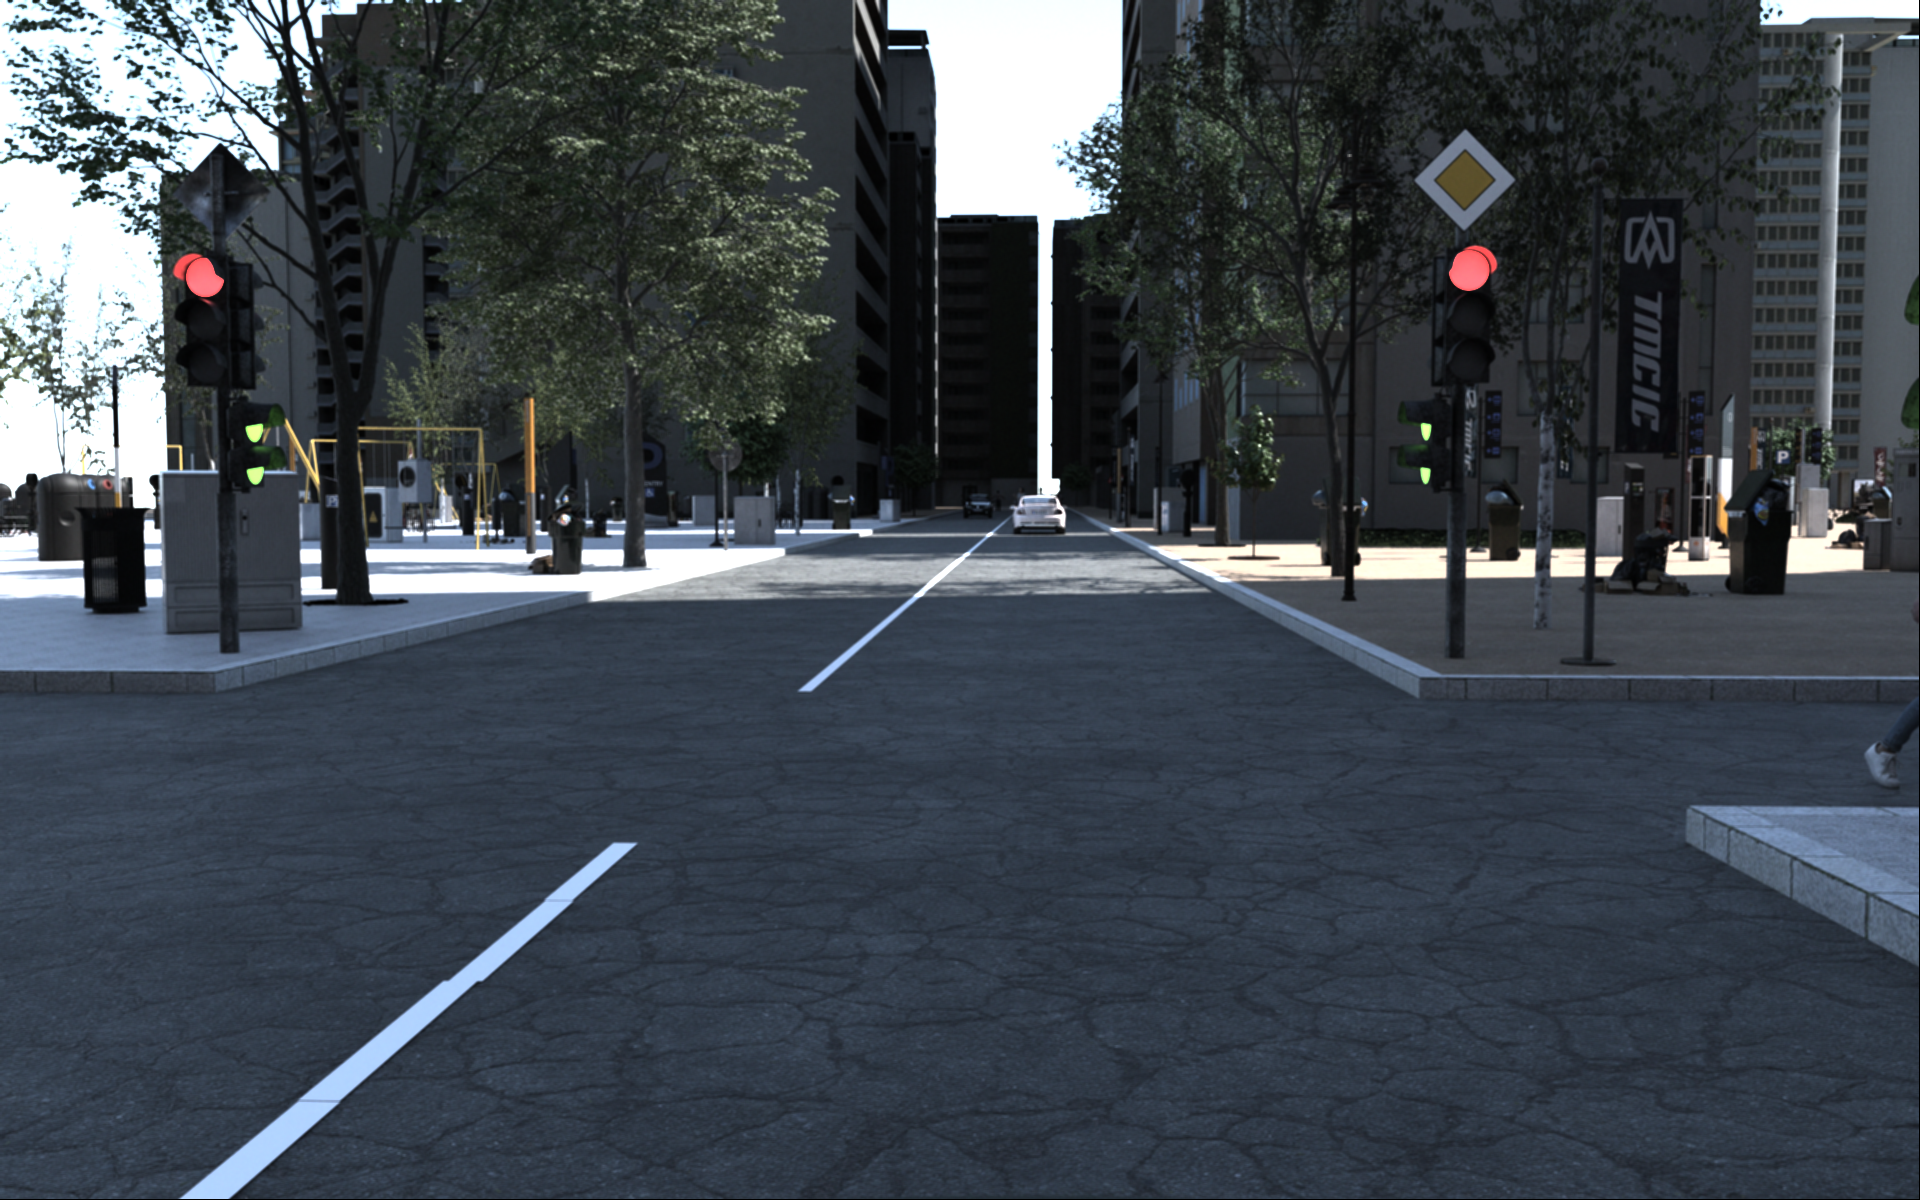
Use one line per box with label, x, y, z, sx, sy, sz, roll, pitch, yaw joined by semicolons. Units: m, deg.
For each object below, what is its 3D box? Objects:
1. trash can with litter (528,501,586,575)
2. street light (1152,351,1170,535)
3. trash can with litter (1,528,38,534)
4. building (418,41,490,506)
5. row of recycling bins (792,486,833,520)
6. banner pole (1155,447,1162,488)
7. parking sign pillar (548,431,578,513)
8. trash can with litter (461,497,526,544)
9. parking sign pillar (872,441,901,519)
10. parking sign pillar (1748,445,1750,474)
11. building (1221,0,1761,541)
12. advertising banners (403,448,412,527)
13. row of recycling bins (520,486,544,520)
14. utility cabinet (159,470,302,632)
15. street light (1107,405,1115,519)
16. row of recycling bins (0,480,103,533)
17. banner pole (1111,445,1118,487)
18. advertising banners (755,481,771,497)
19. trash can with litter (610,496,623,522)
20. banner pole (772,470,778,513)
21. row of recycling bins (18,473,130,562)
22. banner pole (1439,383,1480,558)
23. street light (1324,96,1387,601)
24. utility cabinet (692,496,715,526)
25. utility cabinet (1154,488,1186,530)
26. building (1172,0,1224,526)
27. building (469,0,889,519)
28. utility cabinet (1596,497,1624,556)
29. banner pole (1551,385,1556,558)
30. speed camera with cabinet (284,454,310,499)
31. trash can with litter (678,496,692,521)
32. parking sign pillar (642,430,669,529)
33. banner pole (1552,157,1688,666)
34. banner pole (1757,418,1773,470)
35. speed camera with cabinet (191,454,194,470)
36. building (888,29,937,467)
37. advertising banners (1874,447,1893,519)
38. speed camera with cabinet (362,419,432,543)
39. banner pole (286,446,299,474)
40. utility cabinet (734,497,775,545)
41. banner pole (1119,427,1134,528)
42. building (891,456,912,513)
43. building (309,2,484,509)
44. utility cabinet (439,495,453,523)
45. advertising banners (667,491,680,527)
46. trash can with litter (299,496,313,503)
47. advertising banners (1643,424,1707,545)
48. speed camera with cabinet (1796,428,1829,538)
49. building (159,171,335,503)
trash can with litter;-6.485;-0.996;27.669;1.055;1.170;0.624;2;4;33
street light;6.271;-4.979;54.187;0.468;5.910;1.993;0;4;3
trash can with litter;-30.438;-2.744;55.928;2.233;1.210;1.678;0;4;7
building;-28.913;-27.889;147.869;23.993;40.220;32.217;0;4;3
row of recycling bins;-7.201;-4.915;87.476;3.534;1.692;1.069;3;5;44
banner pole;9.311;-5.570;81.082;0.401;3.779;0.863;2;4;30
parking sign pillar;-17.098;-5.264;74.534;1.447;3.967;1.447;2;4;32
trash can with litter;-12.247;-2.097;45.338;1.678;1.210;2.233;-1;4;-14
parking sign pillar;-3.773;-6.134;88.755;1.447;3.967;1.447;1;4;21
parking sign pillar;35.126;-5.454;77.646;1.447;3.967;1.447;0;4;-4
building;15.088;-22.620;53.426;14.154;41.232;14.086;0;4;3
advertising banners;-20.847;-4.196;64.788;0.090;3.025;2.074;0;4;6
row of recycling bins;-21.431;-4.854;86.470;1.069;1.692;3.534;0;4;7
utility cabinet;-6.800;-0.458;16.172;1.173;1.500;0.318;-2;4;-31
street light;7.673;-7.057;88.170;0.468;5.910;1.993;0;4;3
row of recycling bins;-32.883;-3.365;62.123;3.534;1.692;1.069;-1;4;-21
banner pole;7.087;-5.402;78.343;0.401;3.779;0.863;3;5;43
advertising banners;-9.649;-5.450;85.299;0.090;3.025;2.074;1;4;16
trash can with litter;-15.900;-4.197;80.013;0.624;1.170;1.055;-1;4;-17
banner pole;-9.340;-5.960;87.460;0.401;3.779;0.863;1;4;18
row of recycling bins;-17.489;-1.678;34.546;1.069;1.692;3.534;-1;4;-9
banner pole;10.025;-2.733;34.708;0.401;3.779;0.863;-3;4;-37
street light;4.683;-2.929;20.673;0.468;5.910;1.993;0;4;3
utility cabinet;-10.237;-3.573;69.572;1.020;1.237;0.306;-2;4;-34
utility cabinet;7.434;-3.206;61.099;1.173;1.500;0.318;-1;4;-12
building;16.885;-26.008;75.344;14.600;45.320;14.200;0;4;3
building;-15.633;-29.113;99.695;21.300;48.544;21.600;0;4;3
utility cabinet;13.642;-1.513;35.897;0.306;1.237;1.020;-1;4;-21
banner pole;12.151;-2.759;35.123;0.863;3.779;0.401;-2;4;-29
speed camera with cabinet;-32.946;-5.597;85.845;2.038;3.252;0.660;3;5;43
trash can with litter;-12.704;-4.352;82.218;2.233;1.210;1.678;2;4;30
parking sign pillar;-11.677;-4.678;64.962;1.447;3.967;1.447;-1;4;-17
banner pole;4.981;-1.404;12.977;0.863;3.779;0.401;0;4;2
banner pole;26.636;-4.123;57.421;0.863;3.779;0.401;-1;4;-9
speed camera with cabinet;-36.970;-5.562;85.282;2.038;3.252;0.660;-1;4;-12
building;-9.155;-28.889;155.926;14.086;41.232;14.154;0;4;3
advertising banners;34.545;-4.131;63.724;0.090;3.025;2.074;-2;4;-28
speed camera with cabinet;-14.902;-3.144;45.739;2.038;3.252;0.660;2;4;28
banner pole;-34.882;-6.141;90.427;0.863;3.779;0.401;1;4;10
utility cabinet;-5.197;-1.997;43.812;1.020;1.237;0.306;1;4;16
banner pole;6.382;-4.568;64.704;0.401;3.779;0.863;-1;4;-12
building;-13.926;-41.698;120.014;20.563;71.187;20.611;0;4;3
building;-48.751;-30.997;156.912;14.200;45.320;14.600;0;4;3
utility cabinet;-22.639;-3.985;76.312;0.306;1.237;1.020;-2;4;-32
advertising banners;-11.805;-4.343;67.200;2.074;3.025;0.090;1;4;21
trash can with litter;-26.285;-3.511;68.467;2.233;1.210;1.678;-3;5;-43
advertising banners;17.847;-2.917;43.880;0.090;3.025;2.074;-3;5;-45
speed camera with cabinet;25.404;-3.502;51.601;0.660;3.252;2.038;1;4;17
building;-62.862;-23.666;158.644;14.107;30.474;14.160;0;4;3
